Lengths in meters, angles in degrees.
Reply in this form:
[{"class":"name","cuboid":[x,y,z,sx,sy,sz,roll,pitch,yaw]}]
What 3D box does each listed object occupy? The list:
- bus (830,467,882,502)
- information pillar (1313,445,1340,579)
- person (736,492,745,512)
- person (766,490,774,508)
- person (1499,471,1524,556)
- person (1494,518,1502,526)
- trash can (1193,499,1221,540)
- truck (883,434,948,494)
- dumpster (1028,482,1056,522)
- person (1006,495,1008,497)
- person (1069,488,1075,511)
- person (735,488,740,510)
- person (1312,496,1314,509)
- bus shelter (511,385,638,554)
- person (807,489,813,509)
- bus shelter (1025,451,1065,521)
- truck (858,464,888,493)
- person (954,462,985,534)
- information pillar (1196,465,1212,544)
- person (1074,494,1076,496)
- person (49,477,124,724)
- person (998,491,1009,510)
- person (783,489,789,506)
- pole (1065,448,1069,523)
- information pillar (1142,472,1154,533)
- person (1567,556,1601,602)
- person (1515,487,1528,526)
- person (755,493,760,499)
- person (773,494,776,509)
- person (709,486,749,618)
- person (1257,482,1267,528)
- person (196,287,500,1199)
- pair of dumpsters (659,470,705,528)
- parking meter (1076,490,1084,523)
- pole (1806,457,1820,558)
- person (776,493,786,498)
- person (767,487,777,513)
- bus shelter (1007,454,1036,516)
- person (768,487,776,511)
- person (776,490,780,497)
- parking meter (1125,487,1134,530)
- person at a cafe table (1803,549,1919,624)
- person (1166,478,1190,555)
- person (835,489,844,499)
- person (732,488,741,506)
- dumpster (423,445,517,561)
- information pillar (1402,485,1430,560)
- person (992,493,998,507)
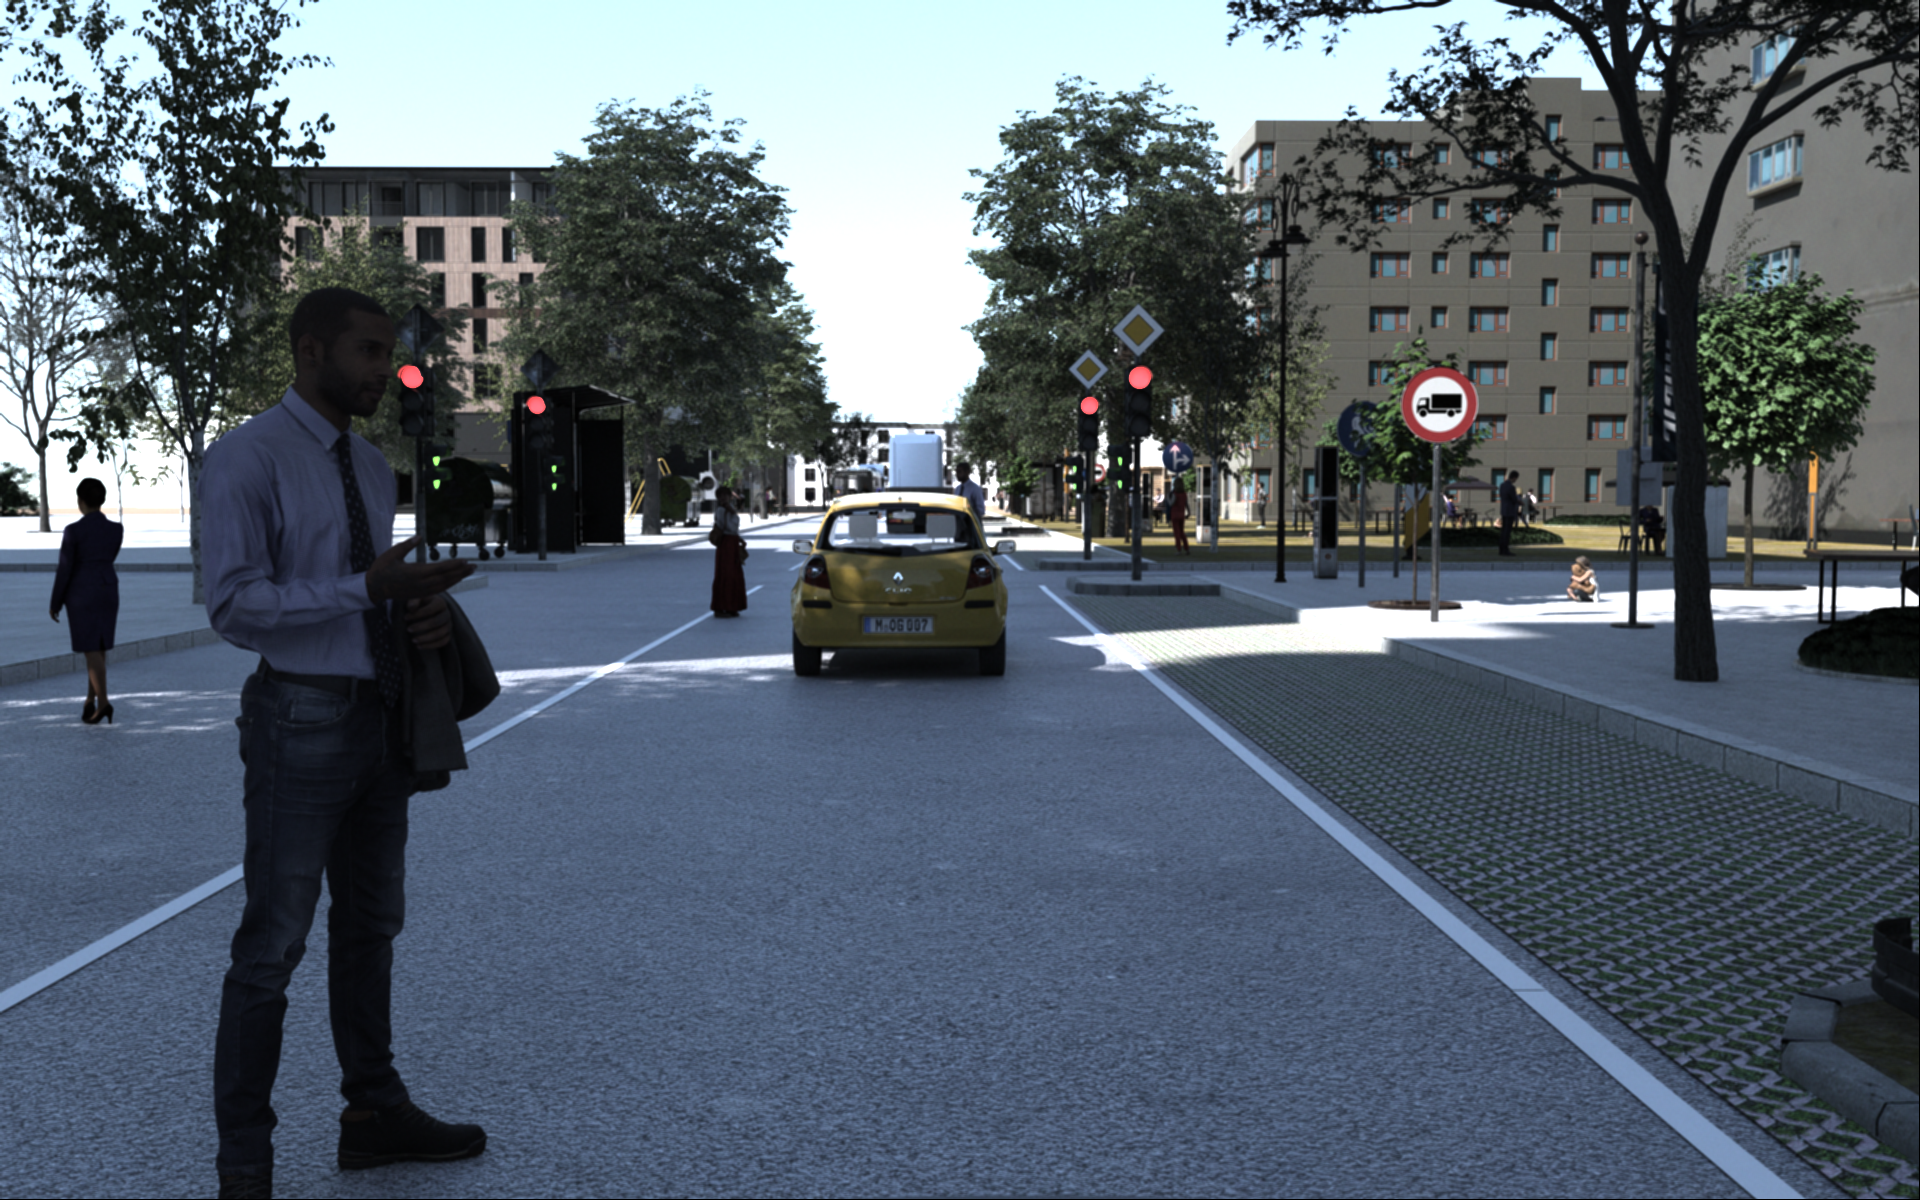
[{"class":"bus","cuboid":[-6.873,-7.462,116.867,2.948,3.499,13.247,0,3,0]},{"class":"information pillar","cuboid":[5.557,-1.333,26.285,0.304,2.012,0.304,0,4,-4]},{"class":"person","cuboid":[-15.516,-6.914,122.280,0.628,1.438,0.799,0,4,-6]},{"class":"person","cuboid":[-13.472,-7.045,121.904,0.721,1.739,1.217,-3,5,-45]},{"class":"person","cuboid":[11.491,-1.808,36.056,0.568,1.767,0.683,-1,4,-14]},{"class":"person","cuboid":[16.623,-2.262,53.509,0.381,0.543,0.357,-3,4,-37]},{"class":"trash can","cuboid":[6.624,-2.127,46.435,0.748,1.137,0.748,0,3,0]},{"class":"truck","cuboid":[-1.771,-5.015,71.753,2.967,4.110,18.799,0,4,-2]},{"class":"dumpster","cuboid":[3.818,-4.563,80.360,1.264,1.857,1.865,0,4,-1]},{"class":"person","cuboid":[5.095,-9.995,169.450,1.348,1.826,0.705,1,4,16]},{"class":"person","cuboid":[8.460,-7.609,130.977,0.721,1.766,1.217,1,4,19]},{"class":"person","cuboid":[-17.892,-8.097,139.142,0.721,1.735,1.217,0,4,5]},{"class":"person","cuboid":[15.305,-4.036,74.401,0.453,1.535,0.546,-2,4,-25]},{"class":"bus shelter","cuboid":[-8.853,-2.997,40.289,1.731,3.624,6.357,0,4,-1]},{"class":"person","cuboid":[-12.931,-8.713,149.425,0.541,1.710,0.530,0,4,4]},{"class":"bus shelter","cuboid":[4.101,-5.534,84.402,2.014,3.302,5.546,0,4,-1]},{"class":"truck","cuboid":[-8.183,-10.523,161.812,2.967,4.110,18.799,0,4,-2]},{"class":"person","cuboid":[-0.030,-0.842,22.141,0.599,1.838,0.709,-3,4,-36]},{"class":"information pillar","cuboid":[6.283,-2.449,44.531,0.304,2.012,0.304,-1,4,-17]},{"class":"person","cuboid":[10.009,-8.685,148.579,0.750,1.759,0.617,1,4,22]},{"class":"person","cuboid":[-5.528,0.000,10.863,0.546,1.535,0.453,1,4,13]},{"class":"person","cuboid":[3.425,-7.977,137.178,1.217,1.736,0.721,-3,5,-40]},{"class":"person","cuboid":[-18.271,-10.589,179.185,1.348,1.822,0.705,3,4,39]},{"class":"pole","cuboid":[4.776,-5.107,77.347,0.158,3.312,0.155,0,3,0]},{"class":"information pillar","cuboid":[6.232,-3.248,57.603,0.304,2.012,0.304,2,4,28]},{"class":"person","cuboid":[7.417,-0.250,20.599,0.357,0.543,0.381,0,4,1]},{"class":"person","cuboid":[18.458,-2.962,57.019,0.613,1.512,0.480,0,4,5]},{"class":"person","cuboid":[-15.211,-7.835,134.132,1.348,1.826,0.705,-1,4,-22]},{"class":"person","cuboid":[-16.200,-8.604,149.910,0.628,1.438,0.799,0,4,-2]},{"class":"person","cuboid":[-2.695,-0.560,20.124,0.387,1.526,0.523,1,4,17]},{"class":"person","cuboid":[11.317,-3.552,64.841,0.376,1.734,0.841,1,4,17]},{"class":"person","cuboid":[-1.158,0.301,3.453,0.599,1.838,0.709,1,4,16]},{"class":"pair of dumpsters","cuboid":[-10.900,-3.956,67.180,1.574,2.255,4.437,0,4,-1]},{"class":"parking meter","cuboid":[5.249,-4.126,75.869,0.372,1.533,0.369,0,3,0]},{"class":"pole","cuboid":[17.184,-2.508,34.842,0.158,3.312,0.155,0,3,0]},{"class":"person","cuboid":[-18.907,-10.740,182.364,1.217,1.735,0.721,1,4,18]},{"class":"person","cuboid":[-12.742,-6.644,115.352,1.217,1.739,0.721,-2,4,-32]},{"class":"bus shelter","cuboid":[3.846,-6.902,104.125,1.731,3.624,6.357,0,4,-1]},{"class":"person","cuboid":[-11.948,-6.326,110.264,0.721,1.735,1.217,-1,4,-20]},{"class":"person","cuboid":[-16.718,-9.407,160.525,0.721,1.739,1.217,2,4,28]},{"class":"parking meter","cuboid":[6.109,-3.323,62.744,0.372,1.533,0.369,0,3,0]},{"class":"person at a cafe table","cuboid":[8.978,-0.483,16.406,1.622,1.524,1.698,1,4,20]},{"class":"person","cuboid":[4.578,-1.747,36.308,0.593,1.614,0.444,-1,4,-11]},{"class":"person","cuboid":[-6.858,-5.463,98.733,0.541,1.710,0.530,-1,4,-16]},{"class":"person","cuboid":[-14.582,-6.357,110.687,1.217,1.736,0.721,1,4,21]},{"class":"dumpster","cuboid":[-9.649,-1.923,33.940,1.502,2.255,1.985,0,4,-1]},{"class":"information pillar","cuboid":[8.905,-2.592,33.734,0.504,3.616,0.183,3,4,38]},{"class":"person","cuboid":[3.596,-10.179,175.665,0.799,1.438,0.628,1,4,17]}]
